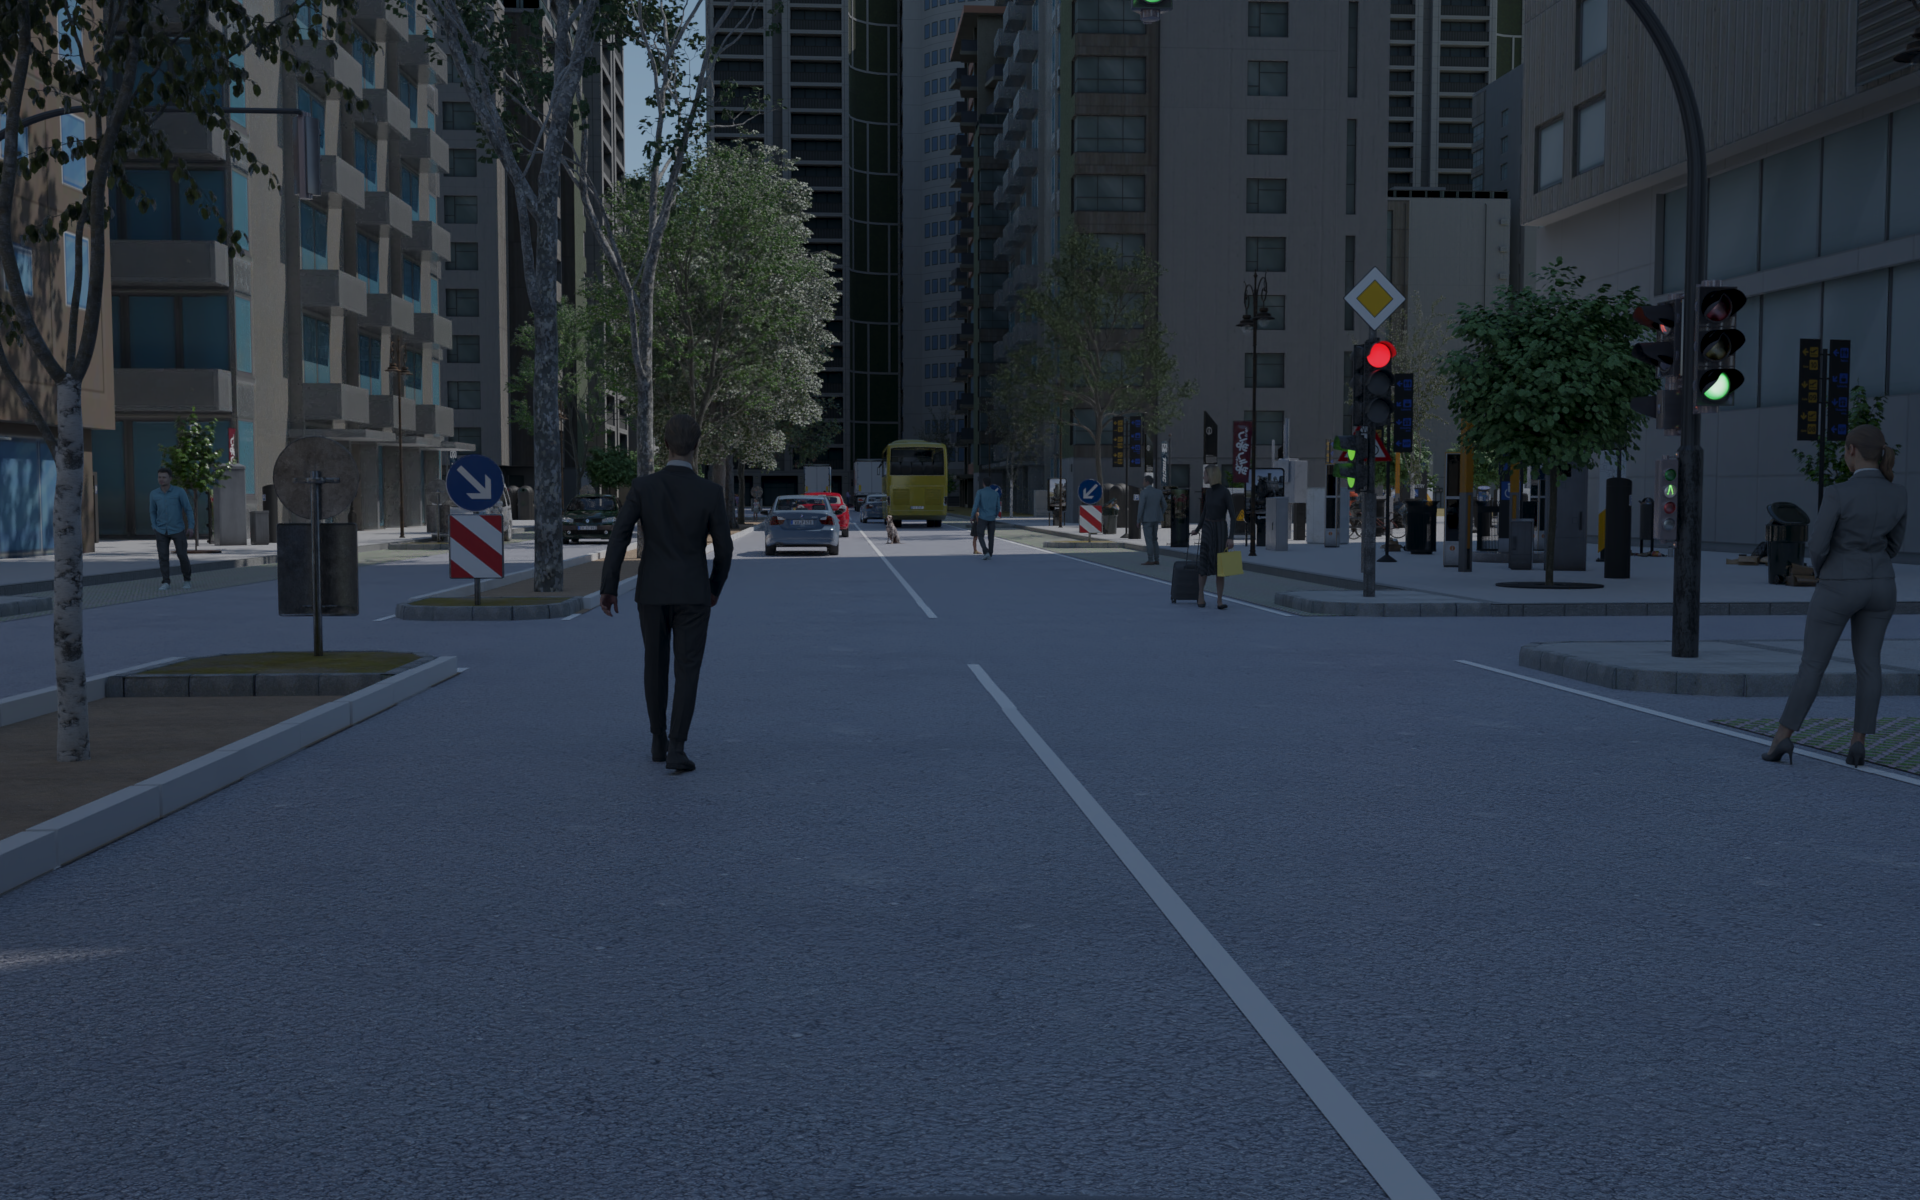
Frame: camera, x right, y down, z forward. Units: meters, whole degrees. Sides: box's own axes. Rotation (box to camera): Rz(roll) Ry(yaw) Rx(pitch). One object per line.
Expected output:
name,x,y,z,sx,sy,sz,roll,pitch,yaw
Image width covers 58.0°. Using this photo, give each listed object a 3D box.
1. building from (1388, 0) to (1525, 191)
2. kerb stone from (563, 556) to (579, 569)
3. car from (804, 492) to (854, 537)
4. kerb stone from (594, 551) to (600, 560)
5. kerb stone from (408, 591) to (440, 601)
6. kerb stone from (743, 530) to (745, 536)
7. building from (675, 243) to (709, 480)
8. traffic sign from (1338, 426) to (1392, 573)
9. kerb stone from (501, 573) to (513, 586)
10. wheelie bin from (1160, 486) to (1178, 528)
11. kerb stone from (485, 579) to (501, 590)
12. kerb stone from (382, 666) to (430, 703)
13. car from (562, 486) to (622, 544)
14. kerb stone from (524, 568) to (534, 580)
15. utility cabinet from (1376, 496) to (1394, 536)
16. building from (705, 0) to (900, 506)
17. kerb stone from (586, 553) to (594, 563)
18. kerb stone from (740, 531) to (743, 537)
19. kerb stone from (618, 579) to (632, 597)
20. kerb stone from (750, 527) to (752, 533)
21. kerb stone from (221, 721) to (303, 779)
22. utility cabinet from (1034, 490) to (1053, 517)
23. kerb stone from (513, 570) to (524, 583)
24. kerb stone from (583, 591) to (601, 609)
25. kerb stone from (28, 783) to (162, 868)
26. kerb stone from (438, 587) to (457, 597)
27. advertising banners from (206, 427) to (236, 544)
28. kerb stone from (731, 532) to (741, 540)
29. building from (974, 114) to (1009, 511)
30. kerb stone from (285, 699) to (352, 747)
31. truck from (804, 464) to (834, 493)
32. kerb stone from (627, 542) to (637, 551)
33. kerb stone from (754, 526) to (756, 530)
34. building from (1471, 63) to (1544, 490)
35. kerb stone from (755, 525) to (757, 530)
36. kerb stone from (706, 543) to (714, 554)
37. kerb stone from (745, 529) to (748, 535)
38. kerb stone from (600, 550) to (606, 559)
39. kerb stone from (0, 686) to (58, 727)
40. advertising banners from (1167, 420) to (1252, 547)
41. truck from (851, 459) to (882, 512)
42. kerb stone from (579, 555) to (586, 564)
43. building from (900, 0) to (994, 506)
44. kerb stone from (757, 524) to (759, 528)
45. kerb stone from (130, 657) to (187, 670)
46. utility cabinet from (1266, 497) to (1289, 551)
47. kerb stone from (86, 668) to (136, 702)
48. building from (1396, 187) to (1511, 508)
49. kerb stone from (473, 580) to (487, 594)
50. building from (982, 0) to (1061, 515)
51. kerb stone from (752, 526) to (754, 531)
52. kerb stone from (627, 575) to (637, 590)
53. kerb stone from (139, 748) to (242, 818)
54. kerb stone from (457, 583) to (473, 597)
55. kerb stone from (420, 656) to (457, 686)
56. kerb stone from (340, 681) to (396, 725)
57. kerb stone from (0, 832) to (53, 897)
building,52.507,-46.285,195.005,20.611,71.187,20.563,0,4,-4
kerb stone,-7.681,-0.727,34.080,0.120,0.150,1.000,0,4,-4
car,-4.668,-3.033,58.634,2.155,1.783,4.494,0,4,-4
kerb stone,-7.913,-0.914,37.146,0.120,0.150,1.000,0,4,-4
kerb stone,-6.760,0.024,21.803,0.120,0.150,1.000,0,4,-4
kerb stone,-7.350,-2.175,57.765,0.120,0.150,1.000,0,4,-4
building,-34.350,-25.370,186.507,14.107,30.474,14.160,0,4,-4
traffic sign,6.574,-1.724,28.199,0.884,2.594,0.081,0,4,-2
kerb stone,-7.140,-0.288,26.913,0.120,0.150,1.000,0,4,-4
wheelie bin,7.928,-3.502,65.171,0.980,1.594,0.693,3,5,39
kerb stone,-7.061,-0.226,25.894,0.120,0.150,1.000,0,4,-4
kerb stone,-3.937,0.609,12.234,0.120,0.150,1.000,0,4,-4
car,-10.726,-2.510,50.831,2.009,1.686,4.222,0,4,-6
kerb stone,-7.302,-0.409,28.972,0.120,0.150,1.000,0,4,-4
utility cabinet,13.086,-2.620,53.999,0.306,1.237,1.020,-1,4,-23
building,-16.912,-46.008,190.475,20.611,71.187,20.563,0,4,-4
kerb stone,-7.827,-0.850,36.127,0.120,0.150,1.000,0,4,-4
kerb stone,-7.277,-2.113,56.745,0.120,0.150,1.000,0,4,-4
kerb stone,-4.895,-0.174,25.035,0.120,0.150,1.000,0,4,-4
kerb stone,-7.736,-2.484,62.876,0.120,0.150,1.000,0,4,-4
kerb stone,-3.707,0.797,9.167,0.120,0.150,1.000,0,4,-4
utility cabinet,4.693,-5.335,95.899,1.173,1.500,0.318,-1,4,-16
kerb stone,-7.224,-0.351,27.936,0.120,0.150,1.000,0,4,-4
kerb stone,-4.673,0.017,21.961,0.120,0.150,1.000,0,4,-4
kerb stone,-3.548,0.922,7.124,0.120,0.150,1.000,0,4,-4
kerb stone,-6.831,-0.039,22.825,0.120,0.150,1.000,0,4,-4
advertising banners,-19.124,-2.980,44.905,0.090,3.025,2.074,0,4,-2
kerb stone,-7.198,-2.051,55.726,0.120,0.150,1.000,0,4,-4
building,7.895,-22.245,135.406,14.160,30.474,14.107,0,4,-4
kerb stone,-3.789,0.735,10.188,0.120,0.150,1.000,0,4,-4
truck,-13.687,-10.915,167.371,2.839,4.237,11.283,0,4,-3
kerb stone,-8.451,-1.348,44.293,0.120,0.150,1.000,0,4,-4
kerb stone,-7.959,-2.676,65.942,0.120,0.150,1.000,0,4,-4
building,58.450,-29.592,167.428,14.086,41.232,14.154,0,4,-4
kerb stone,-8.035,-2.738,66.961,0.120,0.150,1.000,0,4,-4
kerb stone,-6.275,-1.293,43.433,0.120,0.150,1.000,0,4,-4
kerb stone,-7.499,-2.299,59.805,0.120,0.150,1.000,0,4,-4
kerb stone,-7.986,-0.977,38.166,0.120,0.150,1.000,0,4,-4
kerb stone,-5.962,0.680,11.084,0.120,0.150,1.000,0,4,-4
advertising banners,5.992,-2.765,41.401,2.074,3.025,0.090,1,4,14
truck,-7.500,-9.450,143.413,2.839,4.237,11.283,0,4,-5
kerb stone,-7.757,-0.790,35.105,0.120,0.150,1.000,0,4,-4
building,7.518,-39.764,192.143,28.212,58.520,21.231,0,4,-4
kerb stone,-8.197,-2.863,69.003,0.120,0.150,1.000,0,4,-4
kerb stone,-6.104,0.555,13.125,0.120,0.150,1.000,0,4,-4
utility cabinet,7.198,-1.726,39.379,0.306,1.237,1.020,0,4,-3
kerb stone,-6.038,0.617,12.103,0.120,0.150,1.000,0,4,-4
building,43.411,-24.162,166.757,14.107,30.474,14.160,0,4,-4
kerb stone,-6.989,-0.164,24.874,0.120,0.150,1.000,0,4,-4
building,14.012,-30.176,112.994,23.786,49.044,30.456,0,4,-4
kerb stone,-7.884,-2.613,64.922,0.120,0.150,1.000,0,4,-4
kerb stone,-4.977,-0.236,26.056,0.120,0.150,1.000,0,4,-4
kerb stone,-3.622,0.859,8.149,0.120,0.150,1.000,0,4,-4
kerb stone,-6.910,-0.101,23.855,0.120,0.150,1.000,0,4,-4
kerb stone,-4.019,0.552,13.259,0.120,0.150,1.000,0,4,-4
kerb stone,-3.855,0.672,11.211,0.120,0.150,1.000,0,4,-4
kerb stone,-3.469,0.986,6.098,0.120,0.150,1.000,0,4,-4
